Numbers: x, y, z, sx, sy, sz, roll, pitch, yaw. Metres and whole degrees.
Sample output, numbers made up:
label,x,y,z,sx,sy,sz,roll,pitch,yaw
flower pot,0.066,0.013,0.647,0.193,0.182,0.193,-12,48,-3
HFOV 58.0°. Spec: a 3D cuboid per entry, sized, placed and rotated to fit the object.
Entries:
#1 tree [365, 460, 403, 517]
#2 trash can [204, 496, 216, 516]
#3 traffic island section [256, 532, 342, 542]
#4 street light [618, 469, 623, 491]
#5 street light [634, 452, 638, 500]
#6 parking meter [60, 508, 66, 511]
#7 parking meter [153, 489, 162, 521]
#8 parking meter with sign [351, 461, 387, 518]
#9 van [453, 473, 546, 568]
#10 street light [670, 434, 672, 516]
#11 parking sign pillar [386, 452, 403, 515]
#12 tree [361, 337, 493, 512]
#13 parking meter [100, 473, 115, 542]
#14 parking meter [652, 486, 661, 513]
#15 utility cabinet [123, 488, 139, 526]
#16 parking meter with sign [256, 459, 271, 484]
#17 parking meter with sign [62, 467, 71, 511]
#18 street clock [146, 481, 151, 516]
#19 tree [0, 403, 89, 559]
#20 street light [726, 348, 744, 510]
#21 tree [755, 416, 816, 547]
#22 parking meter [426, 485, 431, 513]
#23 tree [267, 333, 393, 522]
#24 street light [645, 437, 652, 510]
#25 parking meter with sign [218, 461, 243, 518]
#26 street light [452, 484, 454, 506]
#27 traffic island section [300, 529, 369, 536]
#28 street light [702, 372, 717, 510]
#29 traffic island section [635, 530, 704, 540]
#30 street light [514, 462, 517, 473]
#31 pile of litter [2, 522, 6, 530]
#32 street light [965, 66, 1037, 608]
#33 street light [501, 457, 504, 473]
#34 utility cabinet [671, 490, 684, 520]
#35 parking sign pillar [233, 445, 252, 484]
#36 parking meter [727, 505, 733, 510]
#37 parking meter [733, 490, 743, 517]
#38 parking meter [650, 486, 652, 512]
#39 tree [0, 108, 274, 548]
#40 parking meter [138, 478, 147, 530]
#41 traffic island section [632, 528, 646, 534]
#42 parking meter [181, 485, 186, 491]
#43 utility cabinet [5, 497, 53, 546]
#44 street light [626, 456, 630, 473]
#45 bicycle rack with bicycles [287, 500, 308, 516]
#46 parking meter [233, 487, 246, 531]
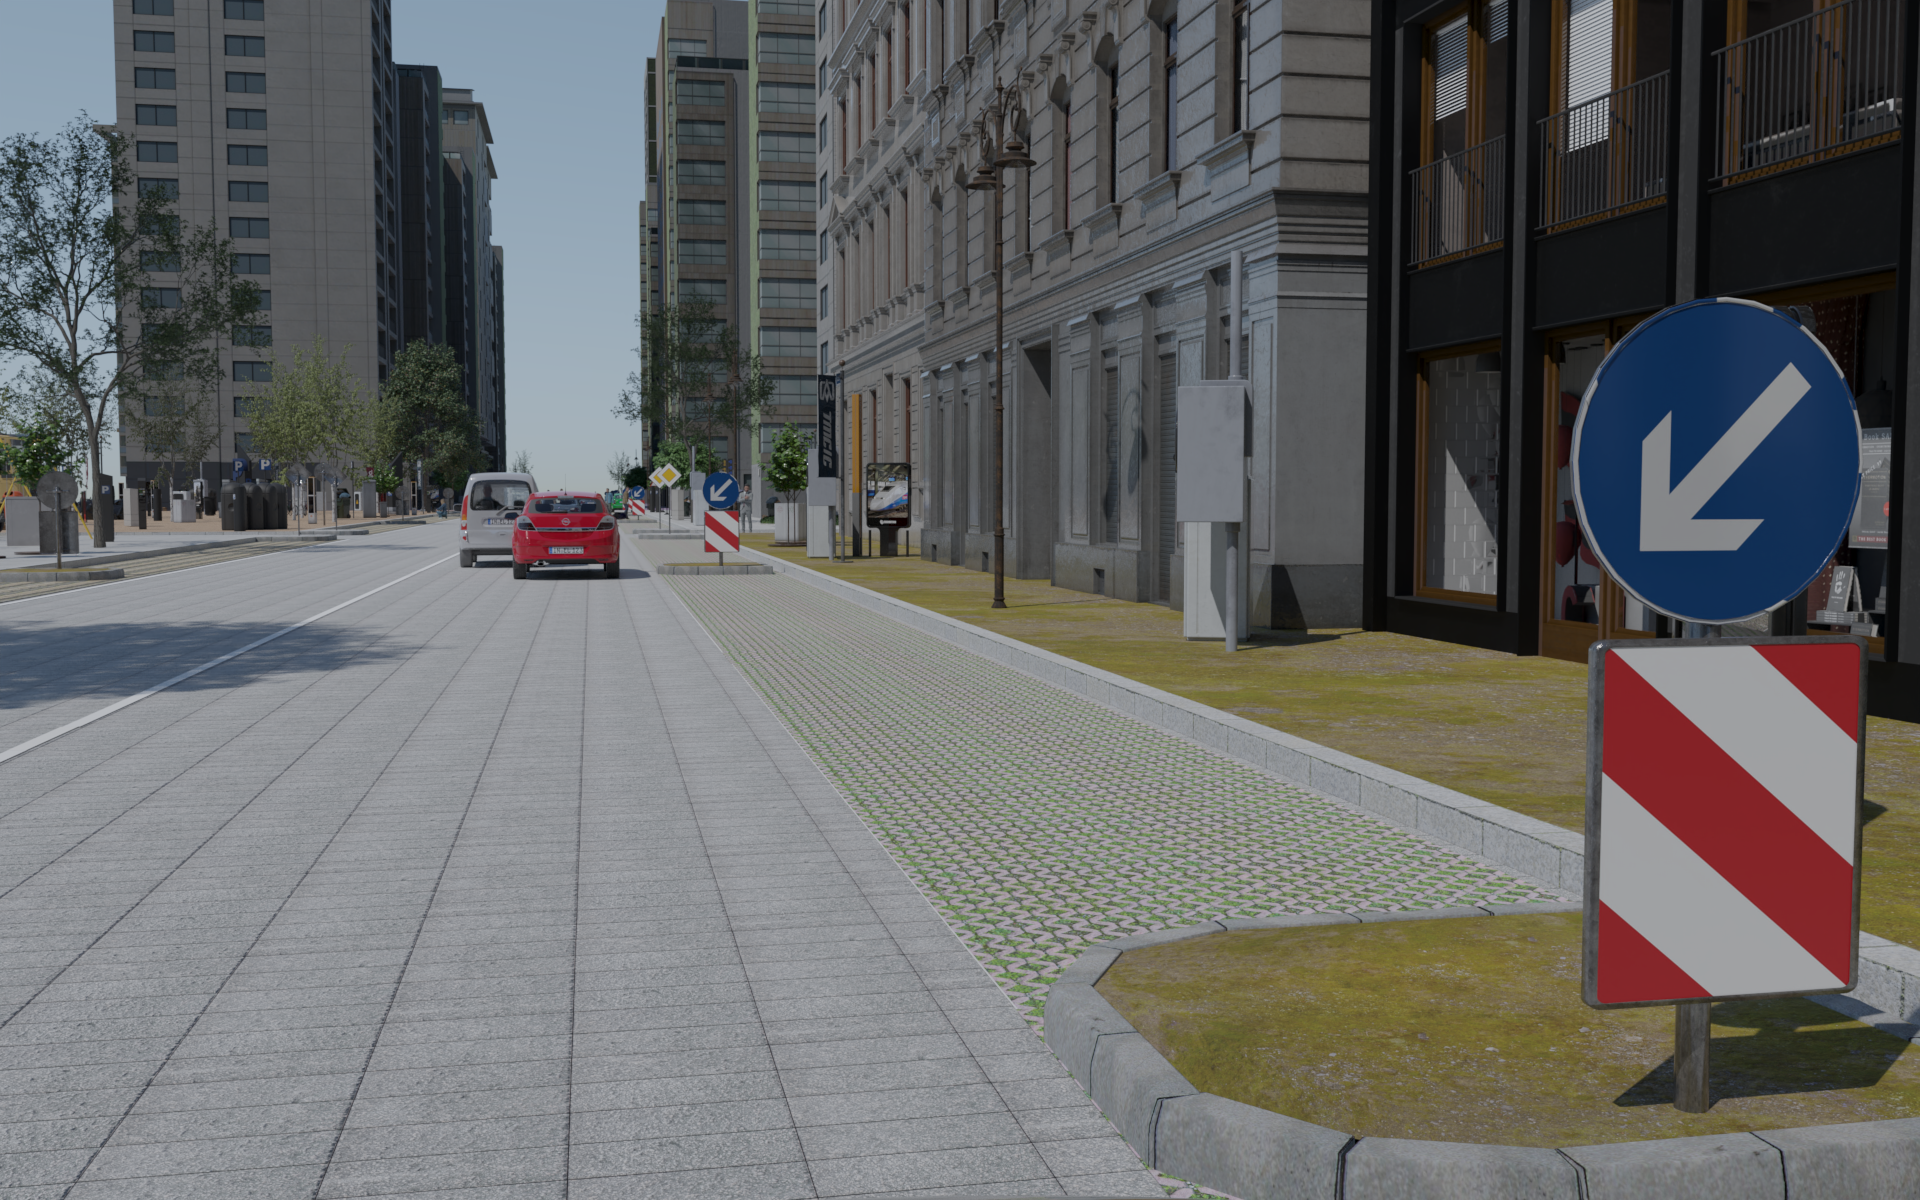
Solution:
label,x,y,z,sx,sy,sz,roll,pitch,yaw
tree,-32.765,-6.294,97.508,1.663,3.219,1.824,0,3,0
trash can,-44.236,-5.536,102.165,0.748,1.137,0.748,0,3,0
traffic island section,-20.341,-1.894,53.254,2.009,0.180,2.903,-1,4,-12
street light,-50.345,-17.452,258.120,0.468,5.910,1.993,-1,4,-12
street light,-32.991,-12.463,176.564,0.468,5.910,1.993,-1,4,-12
parking meter,-41.160,-4.336,79.307,0.372,1.533,0.369,0,3,0
parking meter,-38.162,-4.523,82.355,0.372,1.533,0.369,0,3,0
parking meter with sign,-31.550,-5.887,92.515,1.738,3.016,0.543,-2,4,-24
van,-9.286,-1.727,35.243,2.013,2.044,4.112,-1,4,-14
street light,-16.833,-7.849,101.121,0.468,5.910,1.993,-1,4,-12
parking sign pillar,-35.638,-7.382,109.168,1.447,3.967,1.447,1,4,13
tree,-38.889,-12.799,126.274,9.611,12.733,9.660,0,3,0
parking meter,-22.841,-2.486,46.363,0.399,1.863,0.255,-1,4,-21
parking meter,-20.920,-6.998,120.128,0.399,1.863,0.255,3,5,39
utility cabinet,-32.778,-3.659,68.504,0.318,1.500,1.173,-3,4,-37
parking meter with sign,-35.060,-5.555,87.081,0.543,3.016,1.738,-2,4,-31
parking meter with sign,-51.576,-6.327,99.699,0.543,3.016,1.738,-1,4,-13
street clock,-46.615,-5.808,99.529,0.471,2.002,0.358,-1,4,-22
tree,-19.464,-2.587,36.892,1.663,3.219,1.824,0,3,0
street light,-7.139,-5.028,54.992,0.468,5.910,1.993,-1,4,-12
tree,-4.281,-3.063,44.688,1.663,3.219,1.824,0,3,0
parking meter,-36.058,-6.838,117.516,0.255,1.863,0.399,-1,4,-17
tree,-28.542,-7.852,78.739,4.737,8.622,4.395,0,3,0
street light,-25.539,-10.325,141.599,0.468,5.910,1.993,-1,4,-12
parking meter with sign,-38.533,-5.818,91.387,1.738,3.016,0.543,2,4,35
street light,-40.238,-10.065,137.348,0.468,5.910,1.993,-1,4,-12
traffic island section,-22.002,-2.372,61.065,2.009,0.180,2.903,-1,4,-12
street light,-9.453,-5.666,65.422,0.468,5.910,1.993,-1,4,-12
traffic island section,-9.295,-2.037,55.589,2.009,0.180,2.903,-1,4,-12
street light,-64.795,-17.111,252.559,0.468,5.910,1.993,-1,4,-12
pile of litter,-35.881,-3.228,66.749,1.719,0.858,1.176,-2,4,-35
street light,0.441,-2.846,19.323,0.468,5.910,1.993,-1,4,-12
street light,-57.435,-14.972,217.575,0.468,5.910,1.993,-1,4,-12
utility cabinet,-13.841,-4.667,84.986,0.318,1.500,1.173,-2,4,-25
parking sign pillar,-38.997,-6.463,94.150,1.447,3.967,1.447,3,5,41
parking meter,-13.128,-5.539,98.971,0.372,1.533,0.369,0,3,0
parking meter,-12.224,-5.367,96.158,0.372,1.533,0.369,0,3,0
parking meter,-21.494,-7.052,121.013,0.255,1.863,0.399,-2,4,-32
tree,-20.560,-6.543,41.389,8.767,10.594,7.601,0,4,-7
parking meter,-29.595,-3.484,62.678,0.255,1.863,0.399,-2,4,-24
traffic island section,-10.956,-2.515,63.400,2.009,0.180,2.903,-1,4,-12
parking meter,-48.557,-6.276,108.315,0.255,1.863,0.399,-1,4,-18
utility cabinet,-23.070,-1.943,42.937,1.020,1.237,0.306,-2,4,-33
street light,-42.851,-15.314,223.164,0.468,5.910,1.993,-1,4,-12
bicycle rack with bicycles,-39.101,-5.338,100.662,2.852,0.926,2.925,-2,4,-32
parking meter,-24.769,-3.127,59.533,0.372,1.533,0.369,0,3,0
